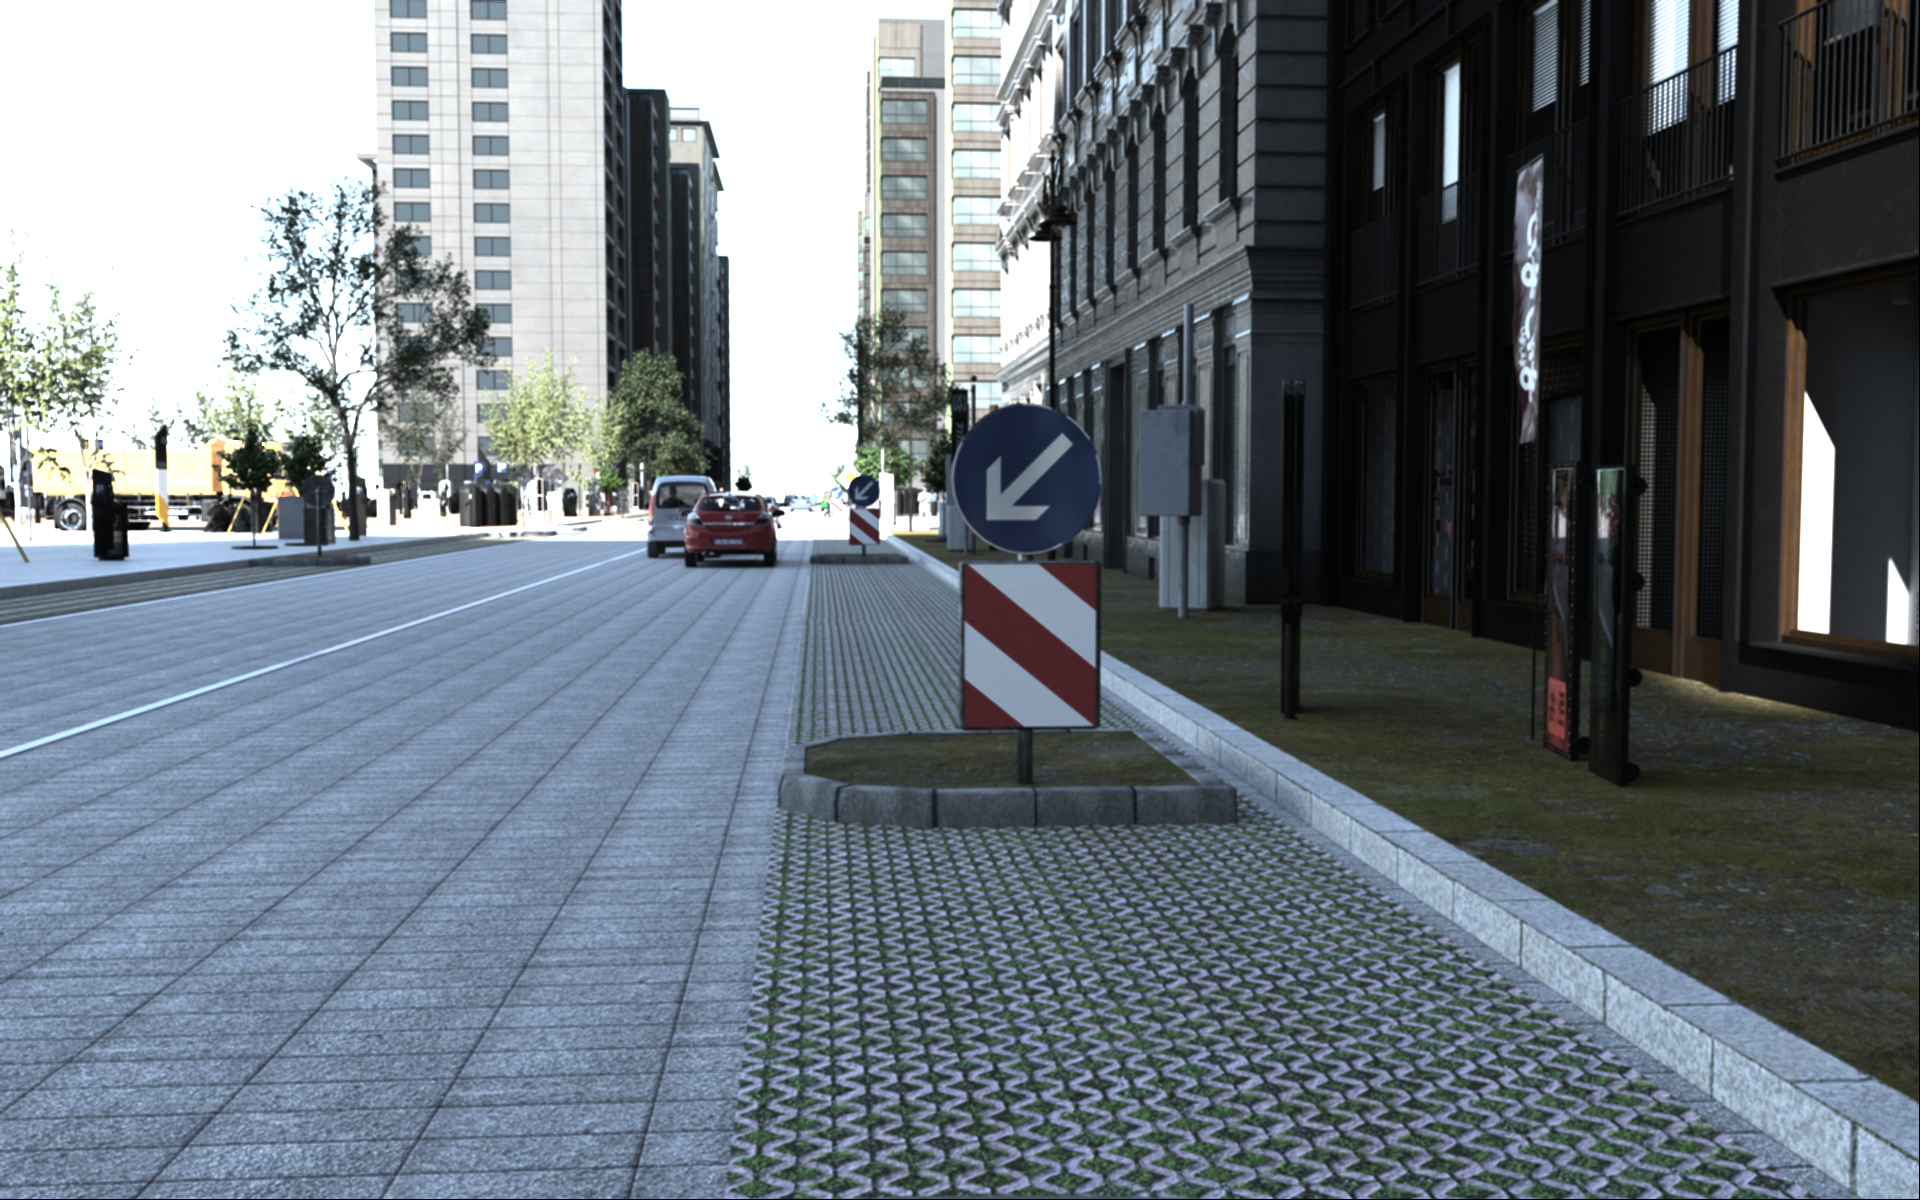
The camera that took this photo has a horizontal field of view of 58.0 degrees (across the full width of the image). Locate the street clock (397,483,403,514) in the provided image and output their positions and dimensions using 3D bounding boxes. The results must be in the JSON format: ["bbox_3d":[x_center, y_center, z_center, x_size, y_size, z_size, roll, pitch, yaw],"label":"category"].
[{"bbox_3d":[-35.174,-6.384,108.948,0.471,2.002,0.358,-1,4,-15],"label":"street clock"}]

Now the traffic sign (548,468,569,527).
[{"bbox_3d":[-15.672,-3.912,67.601,0.795,2.450,0.064,0,4,-5],"label":"traffic sign"}]

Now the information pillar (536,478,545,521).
[{"bbox_3d":[-19.774,-4.721,81.680,0.304,2.012,0.304,0,4,5],"label":"information pillar"}]

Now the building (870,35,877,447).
[{"bbox_3d":[-1.586,-31.666,167.848,14.600,45.320,14.200,0,4,-5],"label":"building"}]

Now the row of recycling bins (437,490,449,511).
[{"bbox_3d":[-40.106,-7.894,136.186,1.069,1.692,3.534,0,4,6],"label":"row of recycling bins"}]

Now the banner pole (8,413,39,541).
[{"bbox_3d":[-25.578,-3.498,47.205,0.863,3.779,0.401,1,4,15],"label":"banner pole"}]

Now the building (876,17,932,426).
[{"bbox_3d":[-0.423,-28.731,153.345,14.154,41.232,14.086,0,4,-5],"label":"building"}]

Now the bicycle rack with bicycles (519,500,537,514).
[{"bbox_3d":[-27.582,-5.855,109.113,2.852,0.926,2.925,-2,4,-24],"label":"bicycle rack with bicycles"}]

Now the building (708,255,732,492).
[{"bbox_3d":[-45.538,-36.968,288.027,14.154,41.232,14.086,0,4,-5],"label":"building"}]

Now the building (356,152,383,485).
[{"bbox_3d":[-45.876,-30.341,187.949,32.217,40.220,23.993,0,4,-5],"label":"building"}]

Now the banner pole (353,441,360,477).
[{"bbox_3d":[-28.493,-5.619,81.880,0.401,3.779,0.863,0,4,4],"label":"banner pole"}]

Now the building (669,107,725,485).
[{"bbox_3d":[-47.995,-39.748,239.123,28.713,52.752,27.495,0,4,-5],"label":"building"}]

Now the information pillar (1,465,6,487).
[{"bbox_3d":[-72.860,-8.590,131.807,0.504,3.616,0.183,1,4,16],"label":"information pillar"}]

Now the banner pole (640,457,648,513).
[{"bbox_3d":[-21.598,-7.827,117.994,0.401,3.779,0.863,-3,5,-40],"label":"banner pole"}]

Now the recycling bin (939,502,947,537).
[{"bbox_3d":[-0.185,-2.426,52.215,0.722,1.027,0.722,2,4,24],"label":"recycling bin"}]

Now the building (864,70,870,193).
[{"bbox_3d":[-7.784,-52.226,292.138,20.563,71.187,20.611,0,4,-5],"label":"building"}]

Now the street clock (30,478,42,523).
[{"bbox_3d":[-40.290,-4.345,75.618,0.358,2.002,0.471,3,4,39],"label":"street clock"}]

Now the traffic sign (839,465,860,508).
[{"bbox_3d":[-3.816,-3.479,60.530,0.795,2.450,0.064,0,4,-5],"label":"traffic sign"}]

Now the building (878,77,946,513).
[{"bbox_3d":[1.143,-21.556,124.142,14.160,30.474,14.107,0,4,-5],"label":"building"}]

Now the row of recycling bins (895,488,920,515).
[{"bbox_3d":[-3.482,-6.290,109.960,1.069,1.692,3.534,2,4,24],"label":"row of recycling bins"}]

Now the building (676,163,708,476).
[{"bbox_3d":[-38.306,-32.049,207.598,14.154,41.232,14.086,0,4,-5],"label":"building"}]

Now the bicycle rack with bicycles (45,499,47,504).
[{"bbox_3d":[-62.885,-6.472,119.192,2.852,0.926,2.925,-3,4,-39],"label":"bicycle rack with bicycles"}]

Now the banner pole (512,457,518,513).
[{"bbox_3d":[-29.624,-7.666,115.349,0.401,3.779,0.863,1,4,16],"label":"banner pole"}]

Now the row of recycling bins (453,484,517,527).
[{"bbox_3d":[-18.851,-3.812,69.445,1.069,1.692,3.534,1,4,16],"label":"row of recycling bins"}]

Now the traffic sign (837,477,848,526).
[{"bbox_3d":[-4.463,-3.966,68.489,0.795,2.450,0.064,0,4,-5],"label":"traffic sign"}]

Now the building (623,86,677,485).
[{"bbox_3d":[-35.811,-29.702,169.227,14.154,41.232,14.086,0,4,-5],"label":"building"}]

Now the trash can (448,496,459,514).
[{"bbox_3d":[-32.482,-6.092,111.259,0.748,1.137,0.748,0,3,0],"label":"trash can"}]

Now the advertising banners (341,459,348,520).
[{"bbox_3d":[-30.664,-5.511,86.292,0.090,3.025,2.074,-2,4,-27],"label":"advertising banners"}]

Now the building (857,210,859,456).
[{"bbox_3d":[-7.937,-34.736,251.521,14.154,41.232,14.086,0,4,-5],"label":"building"}]

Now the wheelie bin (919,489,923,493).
[{"bbox_3d":[-2.559,-6.399,112.536,0.980,1.594,0.693,0,4,7],"label":"wheelie bin"}]

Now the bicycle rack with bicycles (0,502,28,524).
[{"bbox_3d":[-41.259,-3.634,72.794,2.925,0.926,2.852,1,4,9],"label":"bicycle rack with bicycles"}]

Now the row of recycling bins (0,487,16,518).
[{"bbox_3d":[-52.315,-5.391,95.256,1.069,1.692,3.534,1,4,13],"label":"row of recycling bins"}]

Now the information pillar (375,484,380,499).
[{"bbox_3d":[-40.831,-7.153,121.436,0.304,2.012,0.304,-1,4,-11],"label":"information pillar"}]

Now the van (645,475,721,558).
[{"bbox_3d":[-6.381,-2.044,40.428,2.013,2.044,4.112,0,4,-6],"label":"van"}]

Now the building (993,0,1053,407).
[{"bbox_3d":[7.211,-12.988,48.516,11.583,22.565,21.152,0,4,-5],"label":"building"}]

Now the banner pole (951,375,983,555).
[{"bbox_3d":[0.114,-2.842,36.481,0.863,3.779,0.401,-3,5,-41],"label":"banner pole"}]

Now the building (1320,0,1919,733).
[{"bbox_3d":[10.923,-11.145,11.902,12.332,23.373,15.834,0,4,-5],"label":"building"}]

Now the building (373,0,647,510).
[{"bbox_3d":[-37.868,-43.571,150.640,20.563,71.187,20.611,0,4,-5],"label":"building"}]

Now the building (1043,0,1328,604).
[{"bbox_3d":[7.262,-10.985,28.752,9.793,20.994,18.267,0,4,-5],"label":"building"}]

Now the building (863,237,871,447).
[{"bbox_3d":[-3.975,-25.982,196.502,14.160,30.474,14.107,0,4,-5],"label":"building"}]

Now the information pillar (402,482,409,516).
[{"bbox_3d":[-32.957,-6.029,103.061,0.304,2.012,0.304,-3,5,-42],"label":"information pillar"}]

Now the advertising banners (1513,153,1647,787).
[{"bbox_3d":[2.962,-0.749,8.436,0.090,3.025,2.074,0,4,4],"label":"advertising banners"}]

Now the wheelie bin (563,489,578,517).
[{"bbox_3d":[-22.124,-5.526,98.263,0.980,1.594,0.693,2,4,30],"label":"wheelie bin"}]

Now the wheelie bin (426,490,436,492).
[{"bbox_3d":[-37.354,-7.003,122.405,0.980,1.594,0.693,-1,4,-10],"label":"wheelie bin"}]

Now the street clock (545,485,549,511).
[{"bbox_3d":[-32.110,-7.943,134.445,0.358,2.002,0.471,2,4,30],"label":"street clock"}]

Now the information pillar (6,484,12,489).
[{"bbox_3d":[-68.643,-7.375,125.077,0.304,2.012,0.304,0,4,-6],"label":"information pillar"}]

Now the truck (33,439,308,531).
[{"bbox_3d":[-27.729,-4.059,62.285,9.791,3.379,3.469,0,4,-4],"label":"truck"}]

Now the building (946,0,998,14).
[{"bbox_3d":[6.027,-25.596,102.082,14.154,41.232,14.086,0,4,-5],"label":"building"}]

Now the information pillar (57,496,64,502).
[{"bbox_3d":[-55.099,-6.214,106.082,0.304,2.012,0.304,-1,4,-13],"label":"information pillar"}]

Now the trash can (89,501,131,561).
[{"bbox_3d":[-16.464,-1.341,33.578,0.748,1.137,0.748,0,3,0],"label":"trash can"}]

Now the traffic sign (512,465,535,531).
[{"bbox_3d":[-15.025,-3.425,59.642,0.795,2.450,0.064,0,4,-5],"label":"traffic sign"}]

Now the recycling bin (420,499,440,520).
[{"bbox_3d":[-26.268,-4.485,85.878,0.722,1.027,0.722,-3,5,-43],"label":"recycling bin"}]

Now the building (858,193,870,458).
[{"bbox_3d":[-6.263,-33.881,237.551,14.154,41.232,14.086,0,4,-5],"label":"building"}]

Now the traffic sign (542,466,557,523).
[{"bbox_3d":[-18.364,-4.740,77.610,0.768,2.556,0.104,0,4,3],"label":"traffic sign"}]

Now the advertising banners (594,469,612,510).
[{"bbox_3d":[-24.657,-7.671,121.612,2.074,3.025,0.090,-1,4,-21],"label":"advertising banners"}]
